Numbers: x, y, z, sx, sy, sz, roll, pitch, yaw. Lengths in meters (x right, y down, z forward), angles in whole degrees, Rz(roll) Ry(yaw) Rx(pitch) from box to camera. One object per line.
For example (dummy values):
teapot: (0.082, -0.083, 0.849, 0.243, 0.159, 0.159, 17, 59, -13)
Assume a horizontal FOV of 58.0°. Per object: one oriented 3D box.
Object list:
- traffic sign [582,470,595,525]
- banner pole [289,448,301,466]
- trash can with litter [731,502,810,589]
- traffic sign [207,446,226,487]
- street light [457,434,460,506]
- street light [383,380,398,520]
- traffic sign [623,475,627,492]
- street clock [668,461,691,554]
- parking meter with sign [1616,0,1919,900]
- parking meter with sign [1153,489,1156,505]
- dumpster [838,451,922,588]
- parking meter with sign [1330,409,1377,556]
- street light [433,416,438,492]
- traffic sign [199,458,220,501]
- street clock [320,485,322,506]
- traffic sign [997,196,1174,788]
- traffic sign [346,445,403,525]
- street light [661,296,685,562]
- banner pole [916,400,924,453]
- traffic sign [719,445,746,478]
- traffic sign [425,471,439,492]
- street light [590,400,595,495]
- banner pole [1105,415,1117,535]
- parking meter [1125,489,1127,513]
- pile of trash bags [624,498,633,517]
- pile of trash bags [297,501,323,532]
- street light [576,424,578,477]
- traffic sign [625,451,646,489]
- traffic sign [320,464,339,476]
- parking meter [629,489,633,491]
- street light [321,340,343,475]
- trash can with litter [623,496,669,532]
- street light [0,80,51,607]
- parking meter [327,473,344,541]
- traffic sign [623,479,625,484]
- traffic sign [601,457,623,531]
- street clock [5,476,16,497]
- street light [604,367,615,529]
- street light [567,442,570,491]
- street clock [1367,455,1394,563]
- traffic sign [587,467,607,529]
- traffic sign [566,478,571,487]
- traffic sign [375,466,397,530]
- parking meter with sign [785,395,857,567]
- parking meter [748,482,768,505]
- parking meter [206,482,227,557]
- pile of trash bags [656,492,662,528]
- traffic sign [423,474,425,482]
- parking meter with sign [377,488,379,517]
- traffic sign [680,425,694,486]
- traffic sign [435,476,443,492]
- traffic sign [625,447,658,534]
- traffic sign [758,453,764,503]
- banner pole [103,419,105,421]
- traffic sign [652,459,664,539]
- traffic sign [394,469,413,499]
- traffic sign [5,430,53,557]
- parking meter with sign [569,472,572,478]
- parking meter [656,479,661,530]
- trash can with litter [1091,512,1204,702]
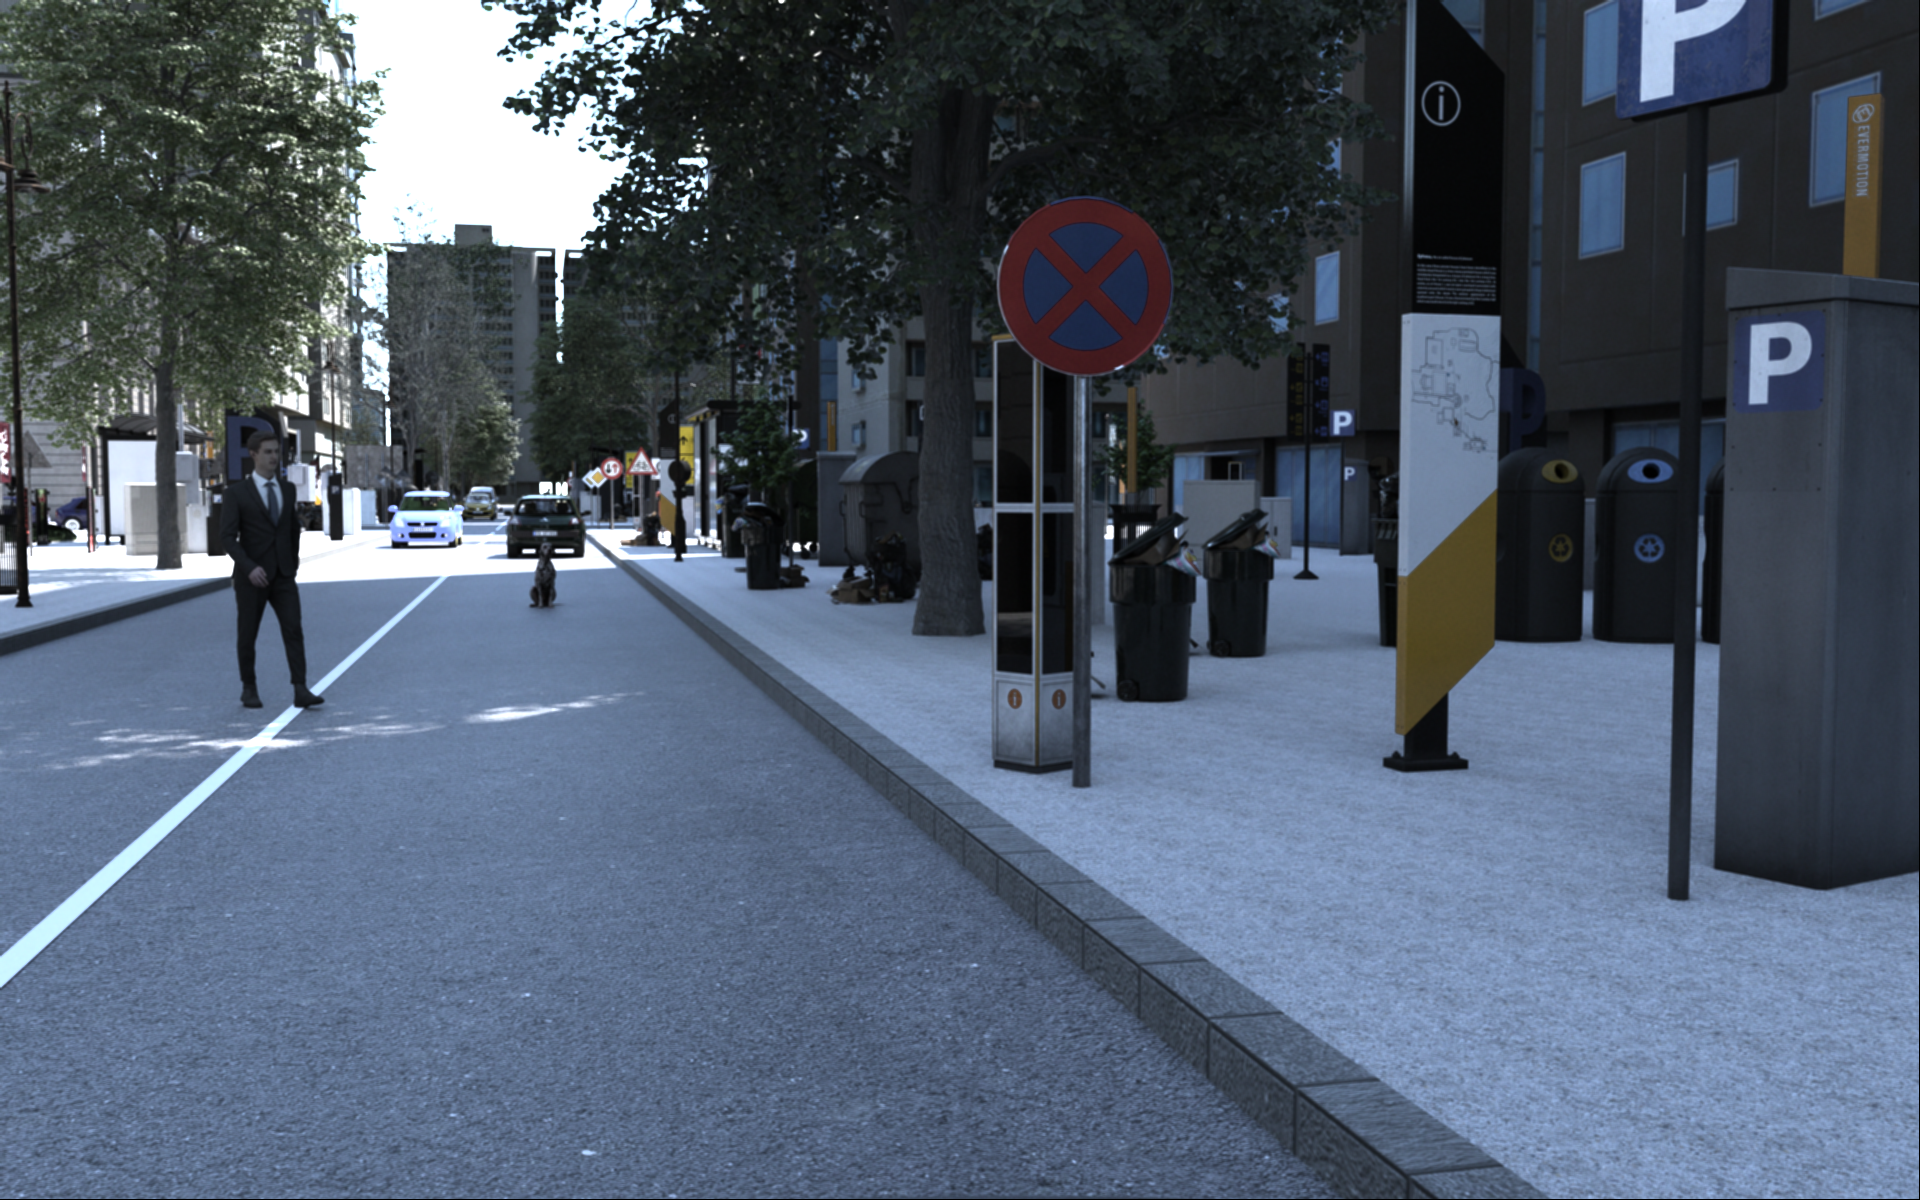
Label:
traffic sign: (-15.151, -4.133, 71.214, 0.795, 2.450, 0.064, -1, 4, -14)
banner pole: (-35.846, -6.324, 93.422, 0.401, 3.779, 0.863, 1, 4, 22)
trash can with litter: (-2.561, -0.746, 23.580, 0.624, 1.170, 1.055, 2, 4, 33)
traffic sign: (-19.924, -2.871, 46.938, 0.884, 2.594, 0.081, 0, 4, -8)
street light: (-38.001, -9.690, 131.226, 0.468, 5.910, 1.993, -1, 4, -14)
street light: (-22.983, -5.948, 70.039, 0.468, 5.910, 1.993, -1, 4, -14)
traffic sign: (-22.652, -7.179, 117.480, 0.768, 2.556, 0.104, 0, 4, -5)
street clock: (-6.038, -2.006, 37.371, 0.471, 2.002, 0.358, 2, 4, 33)
parking meter with sign: (2.982, -0.586, 5.834, 1.738, 3.016, 0.543, -2, 4, -32)
parking meter with sign: (6.967, -3.880, 59.700, 0.543, 3.016, 1.738, 2, 4, 23)
dumpster: (-0.934, -1.129, 24.214, 1.264, 1.857, 1.865, -1, 4, -14)
parking meter with sign: (8.362, -2.465, 36.564, 0.543, 3.016, 1.738, 2, 4, 33)
street light: (-30.495, -7.836, 100.898, 0.468, 5.910, 1.993, -1, 4, -14)
traffic sign: (-21.370, -2.886, 49.319, 0.606, 2.300, 0.079, -1, 4, -11)
street clock: (-51.131, -8.187, 138.420, 0.358, 2.002, 0.471, 1, 4, 13)
traffic sign: (0.534, -0.454, 7.522, 0.768, 2.556, 0.104, 0, 4, -6)
traffic sign: (-24.347, -4.784, 72.091, 2.265, 3.308, 0.079, -1, 4, -9)
street light: (-5.359, -3.671, 32.814, 0.468, 5.910, 1.993, -1, 4, -14)
banner pole: (-0.595, -3.100, 40.708, 0.863, 3.779, 0.401, 0, 4, 0)
traffic sign: (-4.658, -2.052, 35.675, 0.606, 2.300, 0.079, 0, 4, -4)
traffic sign: (-28.990, -5.814, 95.164, 0.768, 2.556, 0.104, -1, 4, -8)
street light: (-17.583, -6.722, 82.692, 0.468, 5.910, 1.993, -1, 4, -14)
banner pole: (4.762, -3.970, 54.934, 0.401, 3.779, 0.863, 2, 4, 34)
parking meter: (7.573, -4.404, 77.711, 0.255, 1.863, 0.399, -3, 4, -37)
pile of trash bags: (-19.005, -5.368, 97.511, 3.447, 1.369, 1.912, 3, 4, 38)
pile of trash bags: (-22.513, -3.071, 59.963, 1.912, 1.369, 3.447, 1, 4, 23)
street light: (-25.123, -8.611, 113.585, 0.468, 5.910, 1.993, -1, 4, -14)
traffic sign: (-14.779, -5.416, 82.427, 2.265, 3.308, 0.079, -1, 4, -9)
traffic sign: (-26.325, -4.418, 72.335, 0.768, 2.556, 0.104, -1, 4, -11)
parking meter: (-27.181, -8.399, 143.027, 0.255, 1.863, 0.399, 0, 4, 6)
street light: (-18.038, -4.714, 49.870, 0.468, 5.910, 1.993, -1, 4, -14)
trash can with litter: (-10.080, -2.893, 58.359, 2.233, 1.210, 1.678, 1, 4, 14)
street light: (-10.643, -2.858, 19.515, 0.468, 5.910, 1.993, -1, 4, -14)
parking meter: (-17.125, -2.554, 47.467, 0.399, 1.863, 0.255, -1, 4, -20)
traffic sign: (-22.903, -7.014, 116.801, 0.606, 2.300, 0.079, 0, 4, -5)
traffic sign: (-12.097, -3.678, 60.245, 0.768, 2.556, 0.104, 0, 4, -7)
street clock: (-37.874, -3.953, 69.203, 0.358, 2.002, 0.471, 1, 4, 22)
street light: (-12.748, -5.528, 63.171, 0.468, 5.910, 1.993, -1, 4, -14)
street light: (-32.492, -10.468, 143.946, 0.468, 5.910, 1.993, -1, 4, -14)
street clock: (7.829, -1.695, 32.282, 0.471, 2.002, 0.358, 1, 4, 11)
traffic sign: (-13.256, -3.658, 63.456, 0.795, 2.450, 0.064, -1, 4, -14)
traffic sign: (-29.319, -7.994, 130.808, 0.768, 2.556, 0.104, 0, 4, -4)
traffic sign: (-20.445, -3.553, 61.729, 0.795, 2.450, 0.064, -1, 4, -14)
parking meter with sign: (-2.172, -2.107, 30.711, 1.738, 3.016, 0.543, 0, 4, -7)
parking meter: (-3.870, -1.515, 33.174, 0.372, 1.533, 0.369, 0, 3, 0)
parking meter: (-15.322, -1.668, 35.683, 0.372, 1.533, 0.369, 0, 3, 0)
pile of trash bags: (-9.123, -3.150, 61.248, 3.447, 1.369, 1.912, 0, 4, -8)
traffic sign: (-31.356, -6.128, 100.291, 0.768, 2.556, 0.104, -1, 4, -12)
parking meter with sign: (-32.917, -6.056, 95.274, 1.738, 3.016, 0.543, -1, 4, -15)
traffic sign: (-7.276, -3.501, 51.109, 2.265, 3.308, 0.079, 0, 4, -7)
traffic sign: (-36.945, -7.496, 122.667, 0.768, 2.556, 0.104, 0, 4, -7)
traffic sign: (-8.724, -2.905, 47.505, 0.884, 2.594, 0.081, 0, 4, -4)
traffic sign: (-3.619, -1.947, 31.939, 0.768, 2.556, 0.104, 0, 4, -5)
banner pole: (-27.732, -4.081, 56.749, 0.863, 3.779, 0.401, -3, 5, -44)
traffic sign: (-8.460, -2.881, 49.230, 0.606, 2.300, 0.079, -1, 4, -12)
traffic sign: (-22.339, -4.027, 69.487, 0.795, 2.450, 0.064, -1, 4, -14)
traffic sign: (-18.939, -2.156, 35.249, 0.884, 2.594, 0.081, -1, 4, -10)
parking meter with sign: (-29.475, -8.450, 134.412, 0.543, 3.016, 1.738, 2, 4, 35)
parking meter: (-10.928, -3.471, 62.465, 0.255, 1.863, 0.399, 2, 4, 30)
trash can with litter: (0.960, 0.035, 10.810, 1.055, 1.170, 0.624, 0, 4, 6)
